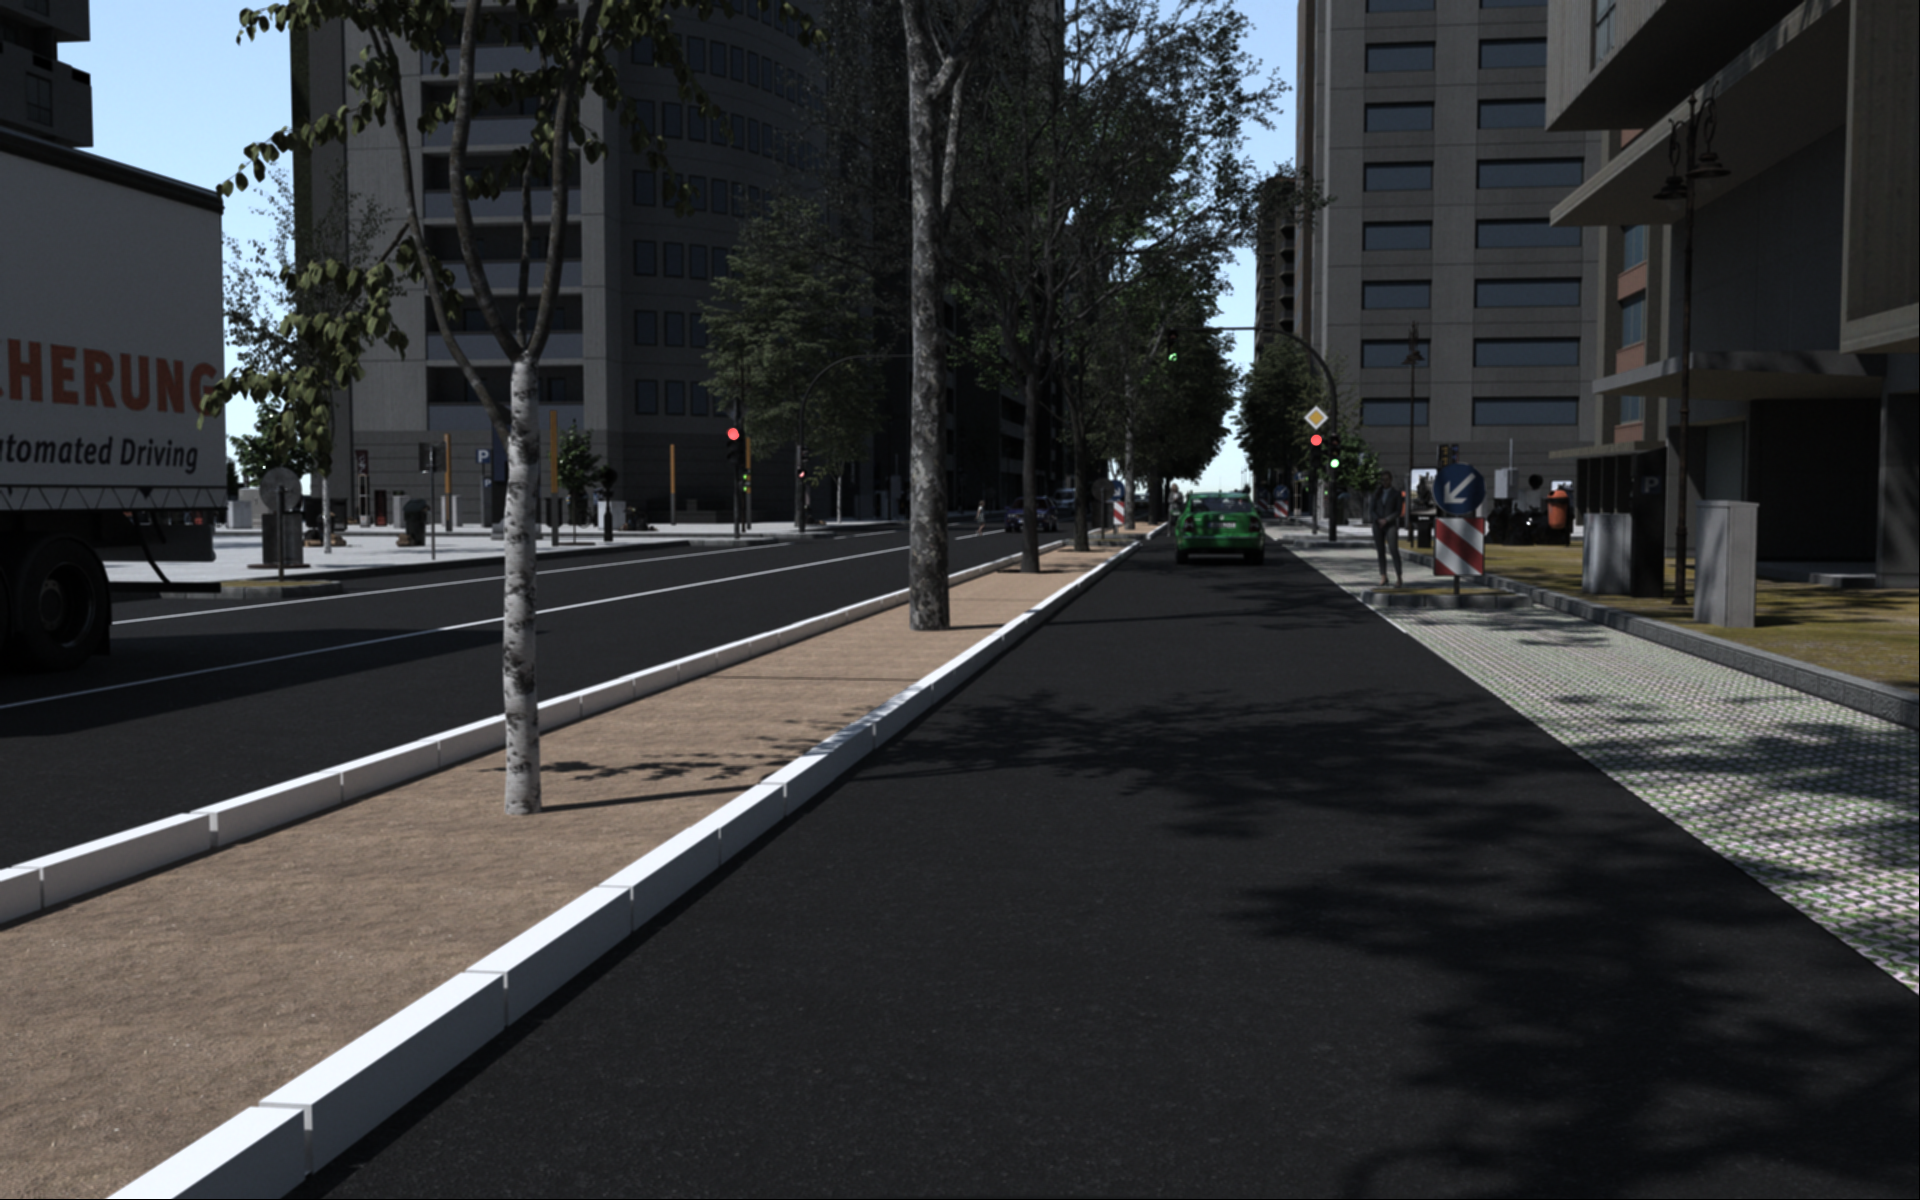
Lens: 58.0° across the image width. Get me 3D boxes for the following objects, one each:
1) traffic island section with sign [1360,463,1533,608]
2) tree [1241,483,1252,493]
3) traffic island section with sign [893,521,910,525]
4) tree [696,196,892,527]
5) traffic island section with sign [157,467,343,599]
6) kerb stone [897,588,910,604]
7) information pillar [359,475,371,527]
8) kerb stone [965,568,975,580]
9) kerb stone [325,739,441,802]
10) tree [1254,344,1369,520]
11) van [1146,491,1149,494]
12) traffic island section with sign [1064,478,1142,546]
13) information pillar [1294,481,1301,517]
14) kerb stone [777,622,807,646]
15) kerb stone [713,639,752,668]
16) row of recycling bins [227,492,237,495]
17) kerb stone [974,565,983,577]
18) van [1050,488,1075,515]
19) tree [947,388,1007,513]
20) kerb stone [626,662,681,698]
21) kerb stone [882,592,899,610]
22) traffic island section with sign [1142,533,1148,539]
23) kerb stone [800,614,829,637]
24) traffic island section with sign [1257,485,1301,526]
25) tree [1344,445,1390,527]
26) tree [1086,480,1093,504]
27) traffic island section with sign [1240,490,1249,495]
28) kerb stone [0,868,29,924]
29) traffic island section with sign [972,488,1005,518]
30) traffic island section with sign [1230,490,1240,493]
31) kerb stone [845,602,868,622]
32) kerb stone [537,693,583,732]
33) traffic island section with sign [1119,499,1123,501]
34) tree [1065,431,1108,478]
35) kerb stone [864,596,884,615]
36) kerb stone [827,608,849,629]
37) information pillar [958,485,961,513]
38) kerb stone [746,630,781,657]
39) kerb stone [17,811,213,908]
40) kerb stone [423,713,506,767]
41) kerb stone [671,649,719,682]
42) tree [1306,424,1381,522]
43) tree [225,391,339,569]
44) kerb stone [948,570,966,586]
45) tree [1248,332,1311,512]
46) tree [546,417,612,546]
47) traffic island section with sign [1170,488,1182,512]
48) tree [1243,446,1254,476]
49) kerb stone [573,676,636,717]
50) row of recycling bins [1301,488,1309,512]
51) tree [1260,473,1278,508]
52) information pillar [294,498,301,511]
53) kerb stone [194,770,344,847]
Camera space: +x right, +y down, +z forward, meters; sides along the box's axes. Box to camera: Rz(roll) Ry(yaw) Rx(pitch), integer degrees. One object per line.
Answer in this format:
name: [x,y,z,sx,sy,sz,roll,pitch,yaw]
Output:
traffic island section with sign: [6.294,-0.856,22.624,1.989,1.847,2.006,1,4,8]
tree: [44.185,-16.683,267.369,1.663,3.219,1.824,0,3,0]
traffic island section with sign: [-1.975,-4.366,80.010,1.989,1.847,2.006,1,4,8]
tree: [-6.644,-9.099,66.888,7.486,12.596,7.792,0,3,0]
traffic island section with sign: [-9.956,-0.980,24.645,1.989,1.847,2.006,1,4,8]
kerb stone: [-0.789,-0.031,22.701,0.120,0.150,1.000,1,4,8]
information pillar: [-22.914,-3.803,66.669,0.304,2.012,0.304,0,4,7]
kerb stone: [0.083,-0.404,28.796,0.120,0.150,1.000,1,4,8]
kerb stone: [-2.837,0.839,8.503,0.120,0.150,1.000,1,4,8]
tree: [18.034,-8.312,86.264,4.737,8.622,4.395,0,3,0]
van: [22.675,-12.116,205.102,2.013,2.044,4.112,0,4,7]
traffic island section with sign: [3.934,-2.450,48.190,2.006,1.907,1.989,1,4,8]
information pillar: [18.661,-5.578,95.698,0.304,2.012,0.304,-1,4,-15]
kerb stone: [-1.669,0.348,16.611,0.120,0.150,1.000,1,4,8]
kerb stone: [-1.962,0.466,14.587,0.120,0.150,1.000,1,4,8]
row of recycling bins: [-47.526,-6.570,114.528,1.069,1.692,3.534,2,4,28]
kerb stone: [0.229,-0.463,29.807,0.120,0.150,1.000,1,4,8]
van: [7.258,-6.900,119.819,2.013,2.044,4.112,1,4,9]
tree: [1.463,-10.363,119.803,4.360,8.622,3.978,0,3,0]
kerb stone: [-2.254,0.589,12.564,0.120,0.150,1.000,1,4,8]
kerb stone: [-0.939,0.031,21.690,0.120,0.150,1.000,1,4,8]
traffic island section with sign: [5.000,-2.898,55.521,2.006,1.907,1.989,1,4,8]
kerb stone: [-1.529,0.283,17.624,0.120,0.150,1.000,1,4,8]
traffic island section with sign: [14.160,-4.191,77.147,1.989,1.847,2.006,1,4,8]
tree: [15.876,-4.477,67.797,1.663,3.219,1.824,0,3,0]
tree: [17.843,-14.601,233.321,1.663,3.219,1.824,0,3,0]
traffic island section with sign: [17.997,-5.823,103.829,1.989,1.847,2.006,1,4,8]
kerb stone: [-3.280,1.025,5.444,0.120,0.150,1.000,1,4,8]
traffic island section with sign: [1.868,-5.998,106.691,1.989,1.847,2.006,1,4,8]
traffic island section with sign: [25.144,-8.855,153.401,1.989,1.847,2.006,1,4,8]
kerb stone: [-1.235,0.155,19.655,0.120,0.150,1.000,1,4,8]
kerb stone: [-2.547,0.714,10.537,0.120,0.150,1.000,1,4,8]
traffic island section with sign: [24.645,-15.664,264.733,1.989,1.847,2.006,1,4,8]
tree: [14.364,-16.713,207.676,8.767,10.594,7.601,0,4,6]
kerb stone: [-1.091,0.093,20.672,0.120,0.150,1.000,1,4,8]
kerb stone: [-1.383,0.224,18.637,0.120,0.150,1.000,1,4,8]
information pillar: [0.034,-6.880,116.980,0.304,2.012,0.304,1,4,12]
kerb stone: [-1.815,0.407,15.599,0.120,0.150,1.000,1,4,8]
kerb stone: [-3.137,0.963,6.456,0.120,0.150,1.000,1,4,8]
kerb stone: [-2.696,0.776,9.515,0.120,0.150,1.000,1,4,8]
kerb stone: [-2.108,0.527,13.575,0.120,0.150,1.000,1,4,8]
tree: [18.044,-5.974,81.388,4.285,4.588,4.351,0,3,0]
tree: [-11.982,-2.171,30.101,1.663,3.219,1.824,0,3,0]
kerb stone: [-0.066,-0.337,27.776,0.120,0.150,1.000,1,4,8]
tree: [22.661,-12.472,122.039,7.486,12.596,7.792,0,3,0]
tree: [-9.597,-3.000,43.645,1.663,3.219,1.824,0,3,0]
traffic island section with sign: [15.709,-7.447,129.895,2.006,1.907,1.989,1,4,8]
tree: [37.339,-16.280,216.545,4.737,8.622,4.395,0,3,0]
kerb stone: [-2.400,0.654,11.550,0.120,0.150,1.000,1,4,8]
row of recycling bins: [24.900,-7.236,125.413,1.069,1.692,3.534,1,4,9]
tree: [28.747,-10.140,160.385,1.663,3.219,1.824,0,3,0]
information pillar: [-38.942,-5.947,101.733,0.304,2.012,0.304,-3,5,-43]
kerb stone: [-2.979,0.900,7.482,0.120,0.150,1.000,1,4,8]
